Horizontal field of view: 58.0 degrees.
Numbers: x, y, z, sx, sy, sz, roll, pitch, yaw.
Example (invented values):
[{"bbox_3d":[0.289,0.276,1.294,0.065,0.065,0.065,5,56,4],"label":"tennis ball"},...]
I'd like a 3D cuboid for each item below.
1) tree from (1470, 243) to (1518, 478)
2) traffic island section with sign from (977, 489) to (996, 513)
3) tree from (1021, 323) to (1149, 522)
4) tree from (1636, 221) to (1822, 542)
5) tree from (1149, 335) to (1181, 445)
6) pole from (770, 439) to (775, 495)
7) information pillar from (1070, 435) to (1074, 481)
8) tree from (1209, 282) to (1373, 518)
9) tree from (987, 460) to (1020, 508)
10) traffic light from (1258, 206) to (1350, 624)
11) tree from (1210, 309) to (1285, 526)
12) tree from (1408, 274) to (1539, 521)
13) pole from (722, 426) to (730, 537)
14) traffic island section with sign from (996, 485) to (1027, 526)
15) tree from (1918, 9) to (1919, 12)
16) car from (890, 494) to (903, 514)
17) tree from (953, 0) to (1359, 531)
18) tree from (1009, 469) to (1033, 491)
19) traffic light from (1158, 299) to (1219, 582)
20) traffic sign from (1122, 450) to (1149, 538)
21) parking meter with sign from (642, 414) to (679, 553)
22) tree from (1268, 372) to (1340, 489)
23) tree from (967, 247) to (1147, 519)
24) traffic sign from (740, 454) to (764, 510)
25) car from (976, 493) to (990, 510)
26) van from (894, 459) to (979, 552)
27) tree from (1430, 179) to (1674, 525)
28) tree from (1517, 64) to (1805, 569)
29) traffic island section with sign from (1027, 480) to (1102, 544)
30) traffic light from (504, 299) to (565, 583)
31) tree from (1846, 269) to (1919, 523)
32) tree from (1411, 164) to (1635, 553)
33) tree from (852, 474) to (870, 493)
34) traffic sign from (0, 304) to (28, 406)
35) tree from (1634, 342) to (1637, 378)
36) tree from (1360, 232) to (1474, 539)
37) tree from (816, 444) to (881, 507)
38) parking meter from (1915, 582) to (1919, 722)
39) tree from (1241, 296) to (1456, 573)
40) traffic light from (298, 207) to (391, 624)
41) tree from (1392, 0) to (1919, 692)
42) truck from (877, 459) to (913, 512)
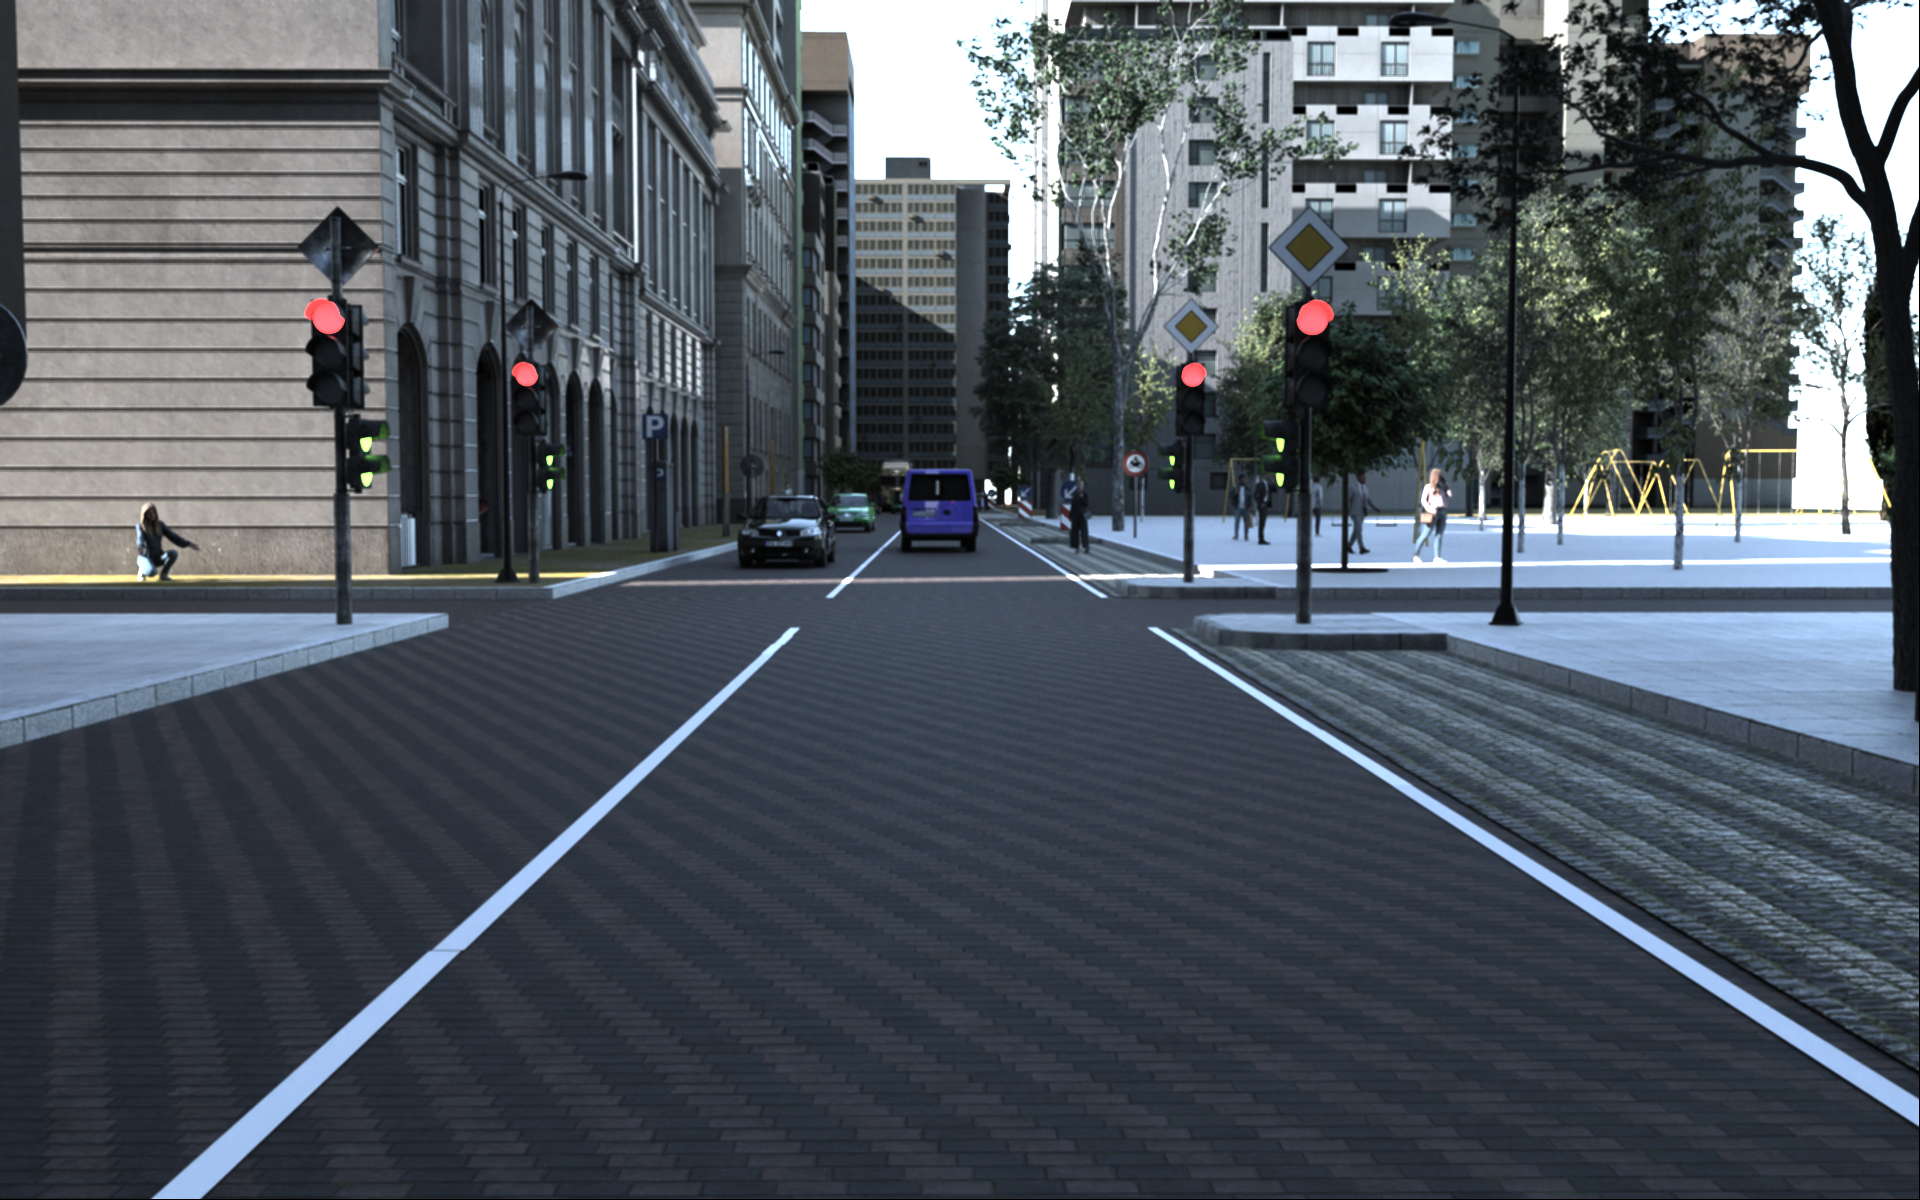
[{"bbox_3d":[15.424,-5.697,43.513,4.737,8.622,4.395,0,3,0],"label":"tree"},{"bbox_3d":[2.218,-7.298,127.953,1.989,1.847,2.006,0,4,-1],"label":"traffic island section with sign"},{"bbox_3d":[4.867,-7.545,73.722,4.737,8.622,4.395,0,3,0],"label":"tree"},{"bbox_3d":[20.632,-5.865,46.249,4.360,8.622,3.978,0,3,0],"label":"tree"},{"bbox_3d":[8.275,-7.939,80.160,4.737,8.622,4.395,0,3,0],"label":"tree"},{"bbox_3d":[-6.963,-4.312,64.349,0.158,3.312,0.155,0,3,0],"label":"pole"},{"bbox_3d":[4.457,-4.743,68.903,0.183,3.616,0.504,1,4,14],"label":"information pillar"},{"bbox_3d":[18.002,-10.816,93.853,9.611,12.733,9.660,0,3,0],"label":"tree"},{"bbox_3d":[4.214,-10.981,163.250,4.285,4.588,4.351,0,3,0],"label":"tree"},{"bbox_3d":[3.397,-1.724,17.106,0.839,4.253,0.868,0,4,-1],"label":"traffic light"},{"bbox_3d":[12.181,-7.277,69.339,4.737,8.622,4.395,0,3,0],"label":"tree"},{"bbox_3d":[24.792,-9.583,82.433,9.928,11.665,9.643,0,3,0],"label":"tree"},{"bbox_3d":[-7.000,-3.543,51.775,0.158,3.312,0.155,0,3,0],"label":"pole"},{"bbox_3d":[2.770,-4.215,77.548,1.989,1.847,2.006,0,4,-1],"label":"traffic island section with sign"},{"bbox_3d":[26.338,-10.921,34.449,12.611,20.169,13.585,0,3,0],"label":"tree"},{"bbox_3d":[-4.086,-7.129,125.355,1.959,1.807,4.718,0,4,-2],"label":"car"},{"bbox_3d":[6.524,-12.394,58.524,12.611,20.169,13.585,0,3,0],"label":"tree"},{"bbox_3d":[4.712,-8.182,128.373,1.663,3.219,1.824,0,3,0],"label":"tree"},{"bbox_3d":[3.309,-2.212,25.090,0.839,4.253,0.868,0,4,-1],"label":"traffic light"},{"bbox_3d":[5.116,-3.084,50.523,0.768,2.556,0.104,0,4,3],"label":"traffic sign"},{"bbox_3d":[-6.621,-2.587,38.566,0.543,3.016,1.738,0,4,1],"label":"parking meter with sign"},{"bbox_3d":[16.864,-8.140,83.459,4.360,8.622,3.978,0,3,0],"label":"tree"},{"bbox_3d":[4.729,-11.205,89.855,9.857,13.997,8.962,0,3,0],"label":"tree"},{"bbox_3d":[-6.592,-3.352,54.911,0.768,2.556,0.104,0,4,6],"label":"traffic sign"},{"bbox_3d":[1.752,-8.690,151.670,1.945,1.707,3.694,0,4,-1],"label":"car"},{"bbox_3d":[-0.595,-2.472,44.810,2.240,2.365,5.245,0,4,-2],"label":"van"},{"bbox_3d":[24.268,-10.063,71.192,9.857,13.997,8.962,0,3,0],"label":"tree"},{"bbox_3d":[12.014,-4.829,29.313,4.737,8.622,4.395,0,3,0],"label":"tree"},{"bbox_3d":[3.071,-2.557,50.442,1.989,1.847,2.006,0,4,-1],"label":"traffic island section with sign"},{"bbox_3d":[-6.152,-2.205,24.970,0.839,4.253,0.868,0,4,-1],"label":"traffic light"},{"bbox_3d":[48.795,-10.789,78.226,18.604,14.587,13.155,-1,4,-12],"label":"tree"},{"bbox_3d":[12.094,-5.351,37.855,4.360,8.622,3.978,0,3,0],"label":"tree"},{"bbox_3d":[-8.576,-9.597,151.508,1.663,3.219,1.824,0,3,0],"label":"tree"},{"bbox_3d":[-6.307,-0.668,11.026,0.768,2.556,0.104,0,4,2],"label":"traffic sign"},{"bbox_3d":[18.241,-6.207,51.840,4.360,8.622,3.978,0,3,0],"label":"tree"},{"bbox_3d":[13.024,-6.006,48.566,4.737,8.622,4.395,0,3,0],"label":"tree"},{"bbox_3d":[-7.768,-7.891,112.723,4.285,4.588,4.351,0,3,0],"label":"tree"},{"bbox_3d":[5.574,-0.078,9.680,0.372,1.533,0.369,0,3,0],"label":"parking meter"},{"bbox_3d":[6.357,-2.760,28.841,4.285,4.588,4.351,0,3,0],"label":"tree"},{"bbox_3d":[-6.063,-1.716,16.985,0.839,4.253,0.868,0,4,-1],"label":"traffic light"},{"bbox_3d":[6.289,-4.706,11.355,8.767,10.594,7.601,0,3,0],"label":"tree"},{"bbox_3d":[-5.167,-9.345,141.706,2.839,4.237,11.283,0,4,-1],"label":"truck"}]
